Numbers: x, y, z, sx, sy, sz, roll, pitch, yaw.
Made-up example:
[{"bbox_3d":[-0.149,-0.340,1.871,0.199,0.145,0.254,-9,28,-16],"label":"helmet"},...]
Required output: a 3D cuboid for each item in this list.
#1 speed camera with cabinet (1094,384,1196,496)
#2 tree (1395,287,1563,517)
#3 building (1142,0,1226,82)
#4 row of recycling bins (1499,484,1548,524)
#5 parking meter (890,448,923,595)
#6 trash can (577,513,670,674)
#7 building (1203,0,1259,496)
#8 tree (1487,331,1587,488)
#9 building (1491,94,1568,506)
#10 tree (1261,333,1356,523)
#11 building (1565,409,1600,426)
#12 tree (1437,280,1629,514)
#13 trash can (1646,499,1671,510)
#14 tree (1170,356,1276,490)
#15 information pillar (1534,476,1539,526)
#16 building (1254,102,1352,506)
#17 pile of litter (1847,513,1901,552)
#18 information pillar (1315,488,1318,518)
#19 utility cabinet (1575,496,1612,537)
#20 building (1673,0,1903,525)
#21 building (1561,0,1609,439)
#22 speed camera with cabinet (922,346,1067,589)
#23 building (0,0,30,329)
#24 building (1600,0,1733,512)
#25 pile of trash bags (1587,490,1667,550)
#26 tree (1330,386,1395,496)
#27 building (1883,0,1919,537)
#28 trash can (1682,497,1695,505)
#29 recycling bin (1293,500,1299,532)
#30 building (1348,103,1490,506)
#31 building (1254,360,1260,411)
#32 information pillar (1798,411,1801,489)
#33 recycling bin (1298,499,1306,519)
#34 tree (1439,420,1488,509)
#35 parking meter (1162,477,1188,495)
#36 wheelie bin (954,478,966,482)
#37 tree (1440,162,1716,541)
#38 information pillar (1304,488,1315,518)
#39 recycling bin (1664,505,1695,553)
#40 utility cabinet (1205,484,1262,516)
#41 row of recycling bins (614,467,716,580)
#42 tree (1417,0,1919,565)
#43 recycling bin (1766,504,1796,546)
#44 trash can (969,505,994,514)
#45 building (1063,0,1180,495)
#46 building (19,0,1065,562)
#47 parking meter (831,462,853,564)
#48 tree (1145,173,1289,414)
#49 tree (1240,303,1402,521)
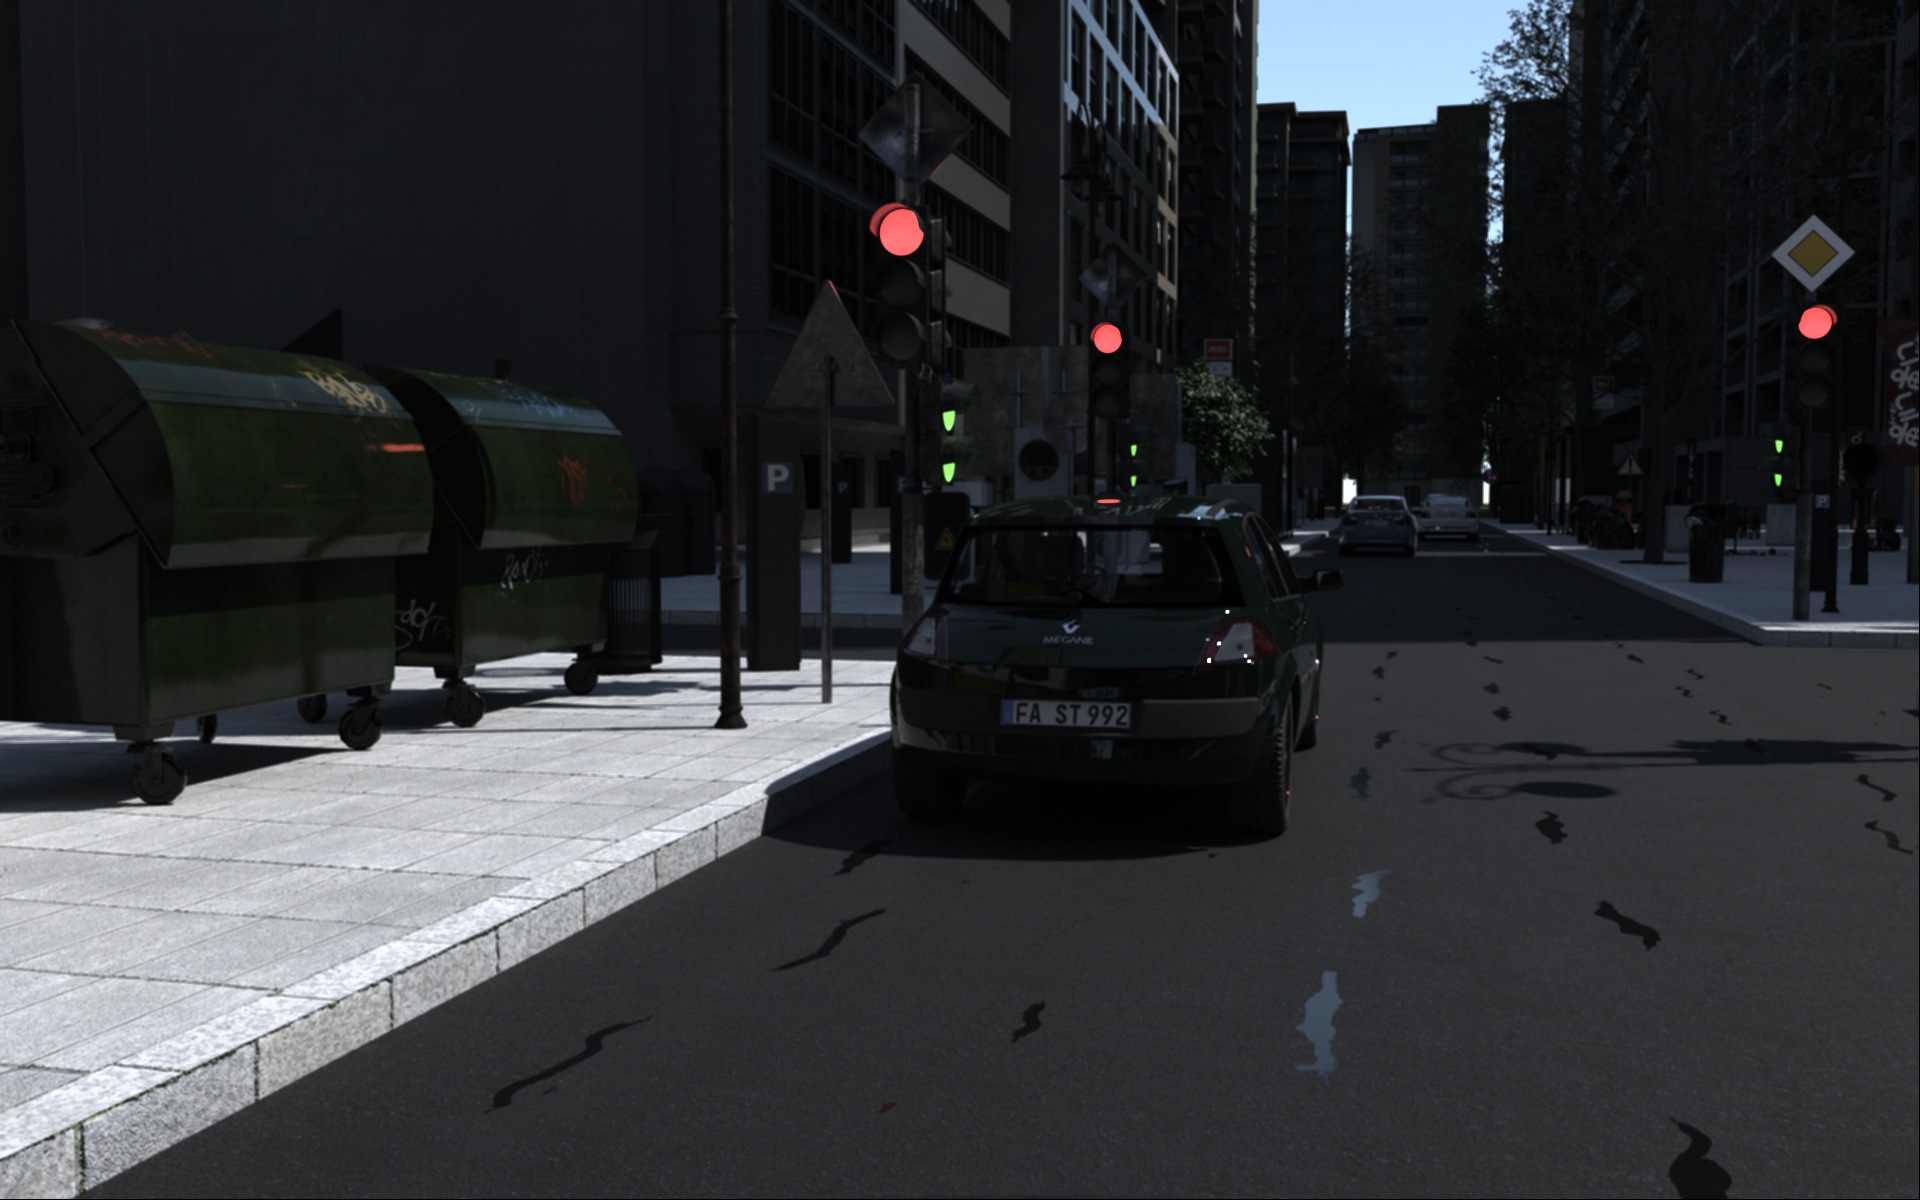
[{"bbox_3d":[3.329,-2.276,31.552,0.660,3.252,2.038,-3,5,-42],"label":"speed camera with cabinet"},{"bbox_3d":[29.277,-10.836,95.298,7.486,12.596,7.792,0,3,0],"label":"tree"},{"bbox_3d":[4.988,-27.877,110.412,22.147,44.769,28.867,1,4,14],"label":"building"},{"bbox_3d":[24.673,-4.181,75.475,3.534,1.692,1.069,-3,5,-44],"label":"row of recycling bins"},{"bbox_3d":[-0.684,-1.004,22.128,0.399,1.863,0.255,0,4,5],"label":"parking meter"},{"bbox_3d":[-2.466,-0.053,12.516,0.748,1.137,0.748,0,3,0],"label":"trash can"},{"bbox_3d":[14.708,-27.354,130.827,14.154,41.232,14.086,1,4,14],"label":"building"},{"bbox_3d":[24.254,-7.484,72.728,4.737,8.622,4.395,0,3,0],"label":"tree"},{"bbox_3d":[70.975,-32.428,184.814,28.867,44.769,22.147,1,4,14],"label":"building"},{"bbox_3d":[15.086,-7.719,76.574,4.737,8.622,4.395,0,3,0],"label":"tree"},{"bbox_3d":[55.909,-49.390,120.201,22.319,86.520,31.000,1,4,14],"label":"building"},{"bbox_3d":[26.838,-9.503,81.133,9.928,11.665,9.643,0,3,0],"label":"tree"},{"bbox_3d":[21.501,-2.549,53.336,0.748,1.137,0.748,0,3,0],"label":"trash can"},{"bbox_3d":[5.732,-3.494,40.837,4.285,4.588,4.351,0,3,0],"label":"tree"},{"bbox_3d":[23.392,-4.009,70.045,0.304,2.012,0.304,1,4,10],"label":"information pillar"},{"bbox_3d":[28.967,-33.080,195.475,28.867,44.769,22.147,1,4,14],"label":"building"},{"bbox_3d":[20.622,-1.538,39.105,1.719,0.858,1.176,-3,4,-37],"label":"pile of litter"},{"bbox_3d":[18.793,-6.148,91.869,0.504,3.616,0.183,3,4,38],"label":"information pillar"},{"bbox_3d":[19.011,-2.492,51.912,1.020,1.237,0.306,1,4,10],"label":"utility cabinet"},{"bbox_3d":[43.819,-38.889,74.092,20.563,71.187,20.611,1,4,14],"label":"building"},{"bbox_3d":[58.295,-30.235,144.450,14.600,45.320,14.200,1,4,14],"label":"building"},{"bbox_3d":[0.431,-1.771,23.291,2.038,3.252,0.660,1,4,13],"label":"speed camera with cabinet"},{"bbox_3d":[-26.725,-10.672,39.114,19.286,19.102,10.561,1,4,14],"label":"building"},{"bbox_3d":[48.183,-28.868,95.688,21.300,48.544,21.600,1,4,14],"label":"building"},{"bbox_3d":[15.970,-1.933,41.359,1.912,1.369,3.447,1,4,15],"label":"pile of trash bags"},{"bbox_3d":[35.628,-14.315,152.180,7.486,12.596,7.792,0,3,0],"label":"tree"},{"bbox_3d":[35.601,-17.101,51.310,14.160,30.474,14.107,1,4,14],"label":"building"},{"bbox_3d":[33.687,-4.199,80.312,0.748,1.137,0.748,0,3,0],"label":"trash can"},{"bbox_3d":[10.870,-2.813,58.554,0.722,1.027,0.722,-1,4,-23],"label":"recycling bin"},{"bbox_3d":[49.117,-30.739,186.174,14.086,41.232,14.154,1,4,14],"label":"building"},{"bbox_3d":[11.813,-51.340,152.084,31.000,86.520,22.319,1,4,14],"label":"building"},{"bbox_3d":[22.294,-3.332,45.833,0.183,3.616,0.504,3,5,43],"label":"information pillar"},{"bbox_3d":[17.555,-4.748,90.178,0.722,1.027,0.722,-1,4,-15],"label":"recycling bin"},{"bbox_3d":[43.415,-12.121,148.532,4.360,8.622,3.978,0,3,0],"label":"tree"},{"bbox_3d":[3.224,-1.075,25.994,0.372,1.533,0.369,0,3,0],"label":"parking meter"},{"bbox_3d":[-0.235,-1.630,34.558,0.980,1.594,0.693,0,4,-7],"label":"wheelie bin"},{"bbox_3d":[16.528,-6.867,46.694,7.601,10.594,8.767,1,4,21],"label":"tree"},{"bbox_3d":[18.384,-6.127,91.525,0.504,3.616,0.183,-2,4,-34],"label":"information pillar"},{"bbox_3d":[15.956,-1.567,38.179,0.722,1.027,0.722,1,4,16],"label":"recycling bin"},{"bbox_3d":[5.932,-1.771,37.643,1.173,1.500,0.318,2,4,26],"label":"utility cabinet"},{"bbox_3d":[-4.997,-1.187,26.529,1.069,1.692,3.534,2,4,32],"label":"row of recycling bins"},{"bbox_3d":[12.911,-7.406,31.452,12.009,13.543,11.850,0,3,0],"label":"tree"},{"bbox_3d":[20.489,-1.861,42.983,0.722,1.027,0.722,3,5,41],"label":"recycling bin"},{"bbox_3d":[0.486,-0.619,21.776,0.748,1.137,0.748,0,3,0],"label":"trash can"},{"bbox_3d":[-2.158,-16.652,76.773,19.350,26.468,34.151,1,4,14],"label":"building"},{"bbox_3d":[-6.903,-13.796,44.627,14.314,24.678,30.058,1,4,14],"label":"building"},{"bbox_3d":[-2.199,-1.609,32.012,0.399,1.863,0.255,-2,4,-27],"label":"parking meter"},{"bbox_3d":[12.516,-9.493,65.579,12.009,13.543,11.850,0,3,0],"label":"tree"},{"bbox_3d":[17.095,-9.146,83.946,8.767,10.594,7.601,0,4,2],"label":"tree"}]
